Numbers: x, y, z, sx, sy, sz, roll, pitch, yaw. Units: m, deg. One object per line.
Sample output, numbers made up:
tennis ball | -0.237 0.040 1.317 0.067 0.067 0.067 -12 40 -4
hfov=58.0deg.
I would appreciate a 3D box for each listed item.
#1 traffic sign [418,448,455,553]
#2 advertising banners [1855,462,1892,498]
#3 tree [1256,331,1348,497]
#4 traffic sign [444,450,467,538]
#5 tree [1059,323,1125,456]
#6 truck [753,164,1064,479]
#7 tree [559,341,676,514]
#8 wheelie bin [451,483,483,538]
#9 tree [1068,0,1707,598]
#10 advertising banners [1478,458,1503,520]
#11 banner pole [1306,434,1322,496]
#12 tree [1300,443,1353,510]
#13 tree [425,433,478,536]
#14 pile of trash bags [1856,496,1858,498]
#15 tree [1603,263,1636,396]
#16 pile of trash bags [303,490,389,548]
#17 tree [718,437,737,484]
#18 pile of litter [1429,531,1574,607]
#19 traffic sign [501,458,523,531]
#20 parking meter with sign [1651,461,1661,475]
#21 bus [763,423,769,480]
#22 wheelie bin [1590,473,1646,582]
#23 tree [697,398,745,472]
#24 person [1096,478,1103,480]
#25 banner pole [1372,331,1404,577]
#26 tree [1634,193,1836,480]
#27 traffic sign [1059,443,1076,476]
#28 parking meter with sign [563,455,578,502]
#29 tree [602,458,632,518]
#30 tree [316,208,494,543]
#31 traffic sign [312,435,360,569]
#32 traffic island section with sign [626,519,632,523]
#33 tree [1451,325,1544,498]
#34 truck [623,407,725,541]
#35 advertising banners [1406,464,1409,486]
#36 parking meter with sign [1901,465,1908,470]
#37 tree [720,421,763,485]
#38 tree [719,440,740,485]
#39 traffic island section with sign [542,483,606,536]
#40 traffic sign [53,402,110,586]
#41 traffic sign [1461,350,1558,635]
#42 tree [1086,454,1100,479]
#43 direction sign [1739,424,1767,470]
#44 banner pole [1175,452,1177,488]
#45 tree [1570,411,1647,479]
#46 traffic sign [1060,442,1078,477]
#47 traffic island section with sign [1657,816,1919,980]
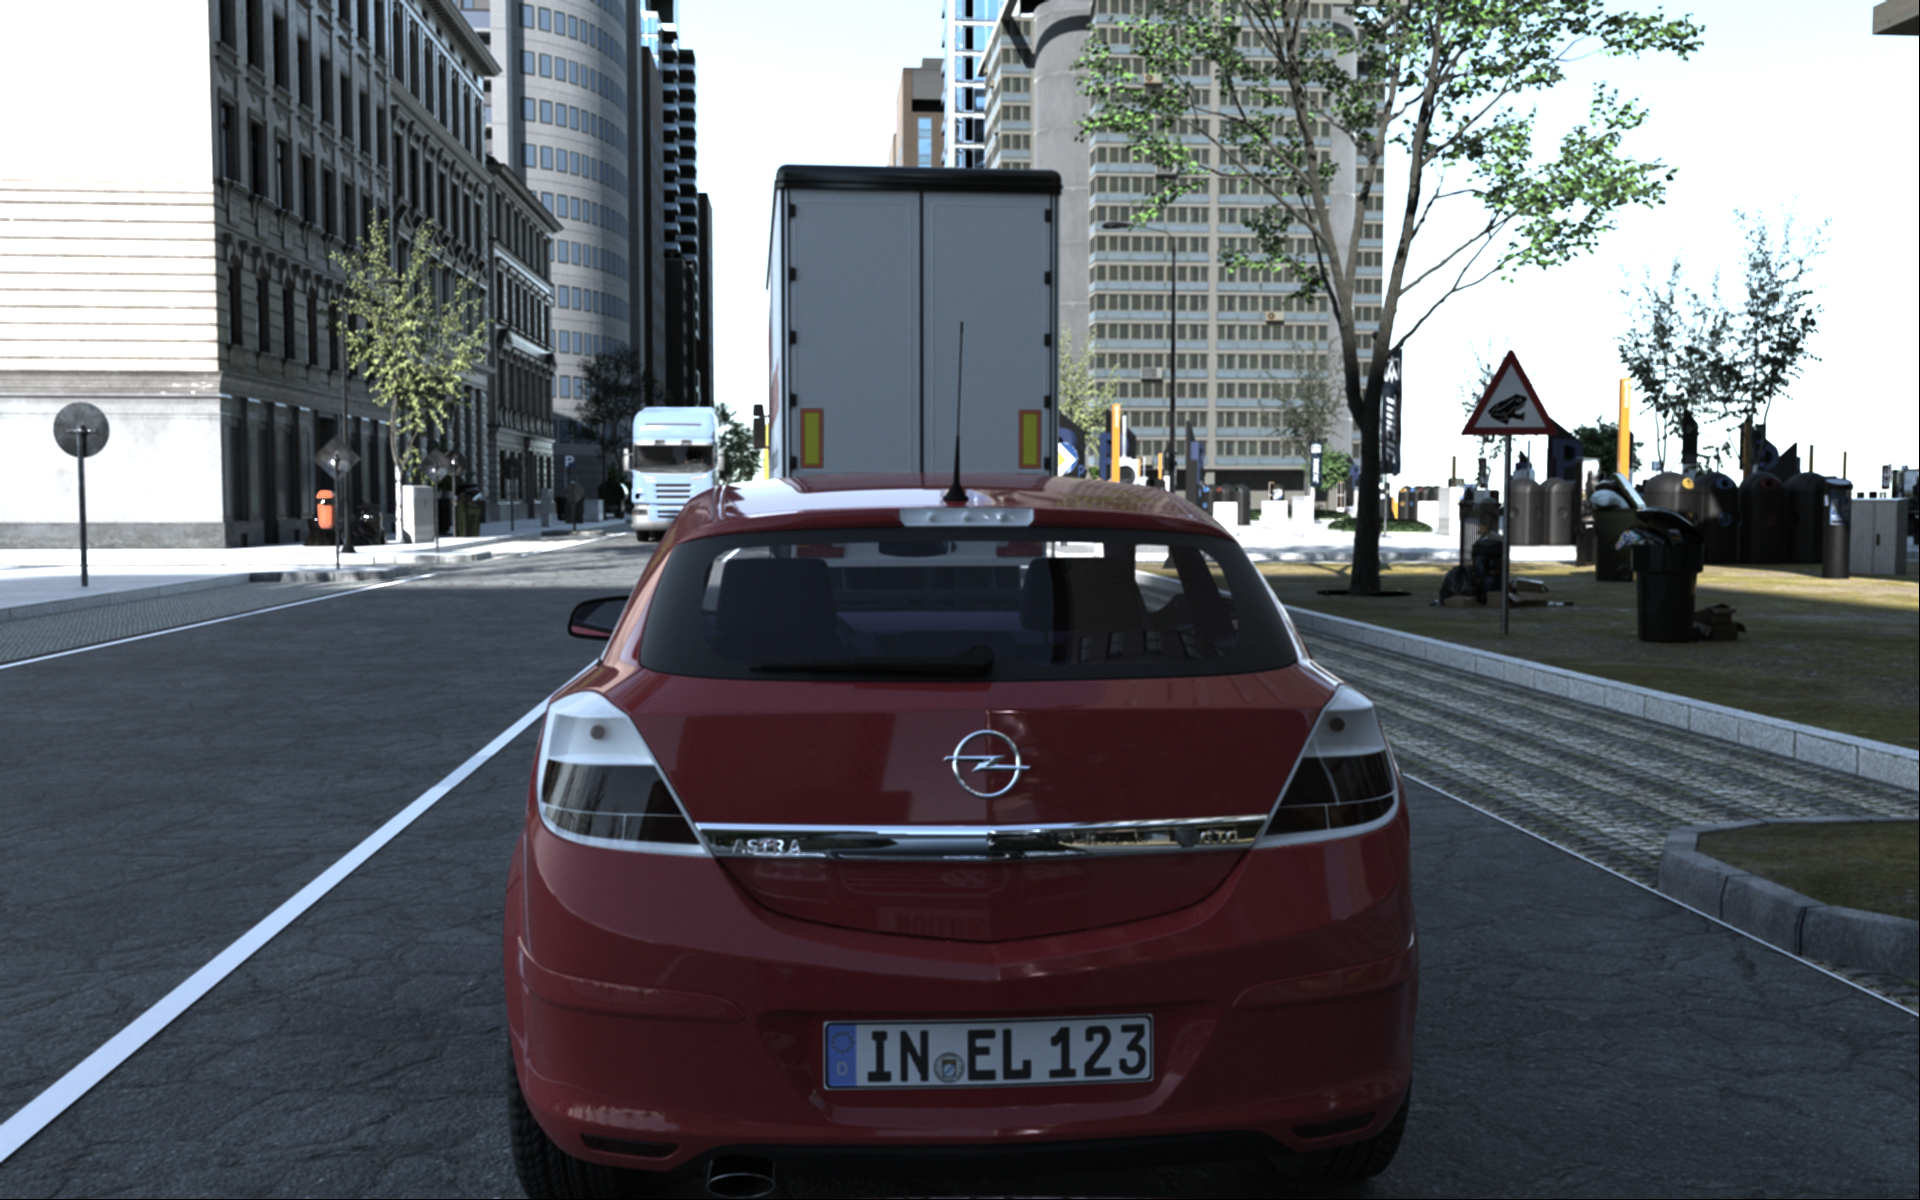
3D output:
traffic sign | -11.311 -2.067 37.434 0.795 2.450 0.064 0 4 -5
advertising banners | 54.955 -6.611 104.275 0.090 3.025 2.074 -2 4 -34
tree | 15.548 -7.753 77.128 4.360 8.622 3.978 0 3 0
traffic sign | -14.683 -3.066 50.233 0.768 2.556 0.104 0 4 5
tree | 4.990 -7.645 75.350 4.737 8.622 4.395 0 3 0
truck | -1.008 -1.928 20.440 2.839 4.237 11.283 0 4 -7
tree | -20.264 -10.402 104.492 8.767 10.594 7.601 1 4 18
wheelie bin | -14.572 -2.656 51.335 0.693 1.594 0.980 3 5 41
tree | 5.066 -5.856 21.506 9.928 11.665 9.643 0 3 0
advertising banners | 25.570 -5.292 82.707 0.090 3.025 2.074 -3 4 -37
banner pole | 14.694 -5.031 72.268 0.863 3.779 0.401 2 4 24
tree | 23.265 -7.724 110.008 4.285 4.588 4.351 0 3 0
tree | -15.959 -3.600 53.463 1.663 3.219 1.824 0 3 0
pile of trash bags | 34.219 -3.404 65.416 3.447 1.369 1.912 0 4 -5
tree | 20.994 -6.159 51.065 4.360 8.622 3.978 0 3 0
pile of trash bags | -15.303 -2.021 42.801 1.912 1.369 3.447 0 4 -8
tree | -28.662 -15.700 207.062 4.360 8.622 3.978 0 3 0
pile of litter | 6.279 -0.371 20.024 1.719 0.858 1.176 0 4 7
traffic sign | -15.638 -3.690 60.444 0.768 2.556 0.104 0 4 0
parking meter with sign | 36.319 -5.700 89.450 0.543 3.016 1.738 0 4 -2
bus | -5.023 -3.961 56.315 2.896 3.916 12.252 0 4 -6
wheelie bin | 9.698 -1.080 25.574 0.693 1.594 0.980 2 4 32
tree | -26.869 -16.015 187.606 9.928 11.665 9.643 0 3 0
person | 2.818 -1.567 34.663 0.362 1.759 0.519 0 4 -4
banner pole | 6.496 -2.234 26.535 0.401 3.779 0.863 -2 4 -25
tree | 19.639 -5.664 42.976 4.360 8.622 3.978 0 3 0
traffic sign | 1.642 -1.645 30.541 0.795 2.450 0.064 0 4 -5
parking meter with sign | -17.165 -4.913 76.583 0.543 3.016 1.738 -1 4 -19
tree | -18.664 -6.018 92.988 1.663 3.219 1.824 0 3 0
tree | -14.626 -5.832 45.711 4.737 8.622 4.395 0 3 0
traffic sign | -10.606 -1.580 29.480 0.795 2.450 0.064 0 4 -5
traffic island section with sign | -15.735 -4.803 87.161 1.989 1.847 2.006 0 4 -5
tree | 23.579 -7.728 76.720 4.360 8.622 3.978 0 3 0
truck | -9.222 -4.261 59.429 2.967 4.110 18.799 0 4 -5
advertising banners | 25.733 -6.363 100.219 0.090 3.025 2.074 2 4 26
parking meter with sign | 57.275 -6.570 103.673 1.738 3.016 0.543 0 4 -6
tree | -33.797 -21.426 268.437 7.486 12.596 7.792 0 3 0
tree | -30.001 -16.580 221.452 4.737 8.622 4.395 0 3 0
traffic island section with sign | -13.323 -3.134 59.868 1.989 1.847 2.006 0 4 -5
traffic sign | -12.185 -1.464 24.035 0.768 2.556 0.104 0 4 -1
traffic sign | 4.963 -0.961 15.713 0.884 2.594 0.081 0 4 -2
tree | 5.338 -4.203 63.326 1.663 3.219 1.824 0 3 0
direction sign | 25.686 -3.926 56.183 0.379 3.537 0.876 -3 4 -36
banner pole | 11.319 -6.198 91.349 0.401 3.779 0.863 -1 4 -10
tree | 25.406 -5.205 68.810 4.285 4.588 4.351 0 3 0
traffic sign | 2.527 -2.612 42.805 0.768 2.556 0.104 0 4 -2
traffic island section with sign | 3.532 0.171 5.832 1.989 1.847 2.006 0 4 -5
